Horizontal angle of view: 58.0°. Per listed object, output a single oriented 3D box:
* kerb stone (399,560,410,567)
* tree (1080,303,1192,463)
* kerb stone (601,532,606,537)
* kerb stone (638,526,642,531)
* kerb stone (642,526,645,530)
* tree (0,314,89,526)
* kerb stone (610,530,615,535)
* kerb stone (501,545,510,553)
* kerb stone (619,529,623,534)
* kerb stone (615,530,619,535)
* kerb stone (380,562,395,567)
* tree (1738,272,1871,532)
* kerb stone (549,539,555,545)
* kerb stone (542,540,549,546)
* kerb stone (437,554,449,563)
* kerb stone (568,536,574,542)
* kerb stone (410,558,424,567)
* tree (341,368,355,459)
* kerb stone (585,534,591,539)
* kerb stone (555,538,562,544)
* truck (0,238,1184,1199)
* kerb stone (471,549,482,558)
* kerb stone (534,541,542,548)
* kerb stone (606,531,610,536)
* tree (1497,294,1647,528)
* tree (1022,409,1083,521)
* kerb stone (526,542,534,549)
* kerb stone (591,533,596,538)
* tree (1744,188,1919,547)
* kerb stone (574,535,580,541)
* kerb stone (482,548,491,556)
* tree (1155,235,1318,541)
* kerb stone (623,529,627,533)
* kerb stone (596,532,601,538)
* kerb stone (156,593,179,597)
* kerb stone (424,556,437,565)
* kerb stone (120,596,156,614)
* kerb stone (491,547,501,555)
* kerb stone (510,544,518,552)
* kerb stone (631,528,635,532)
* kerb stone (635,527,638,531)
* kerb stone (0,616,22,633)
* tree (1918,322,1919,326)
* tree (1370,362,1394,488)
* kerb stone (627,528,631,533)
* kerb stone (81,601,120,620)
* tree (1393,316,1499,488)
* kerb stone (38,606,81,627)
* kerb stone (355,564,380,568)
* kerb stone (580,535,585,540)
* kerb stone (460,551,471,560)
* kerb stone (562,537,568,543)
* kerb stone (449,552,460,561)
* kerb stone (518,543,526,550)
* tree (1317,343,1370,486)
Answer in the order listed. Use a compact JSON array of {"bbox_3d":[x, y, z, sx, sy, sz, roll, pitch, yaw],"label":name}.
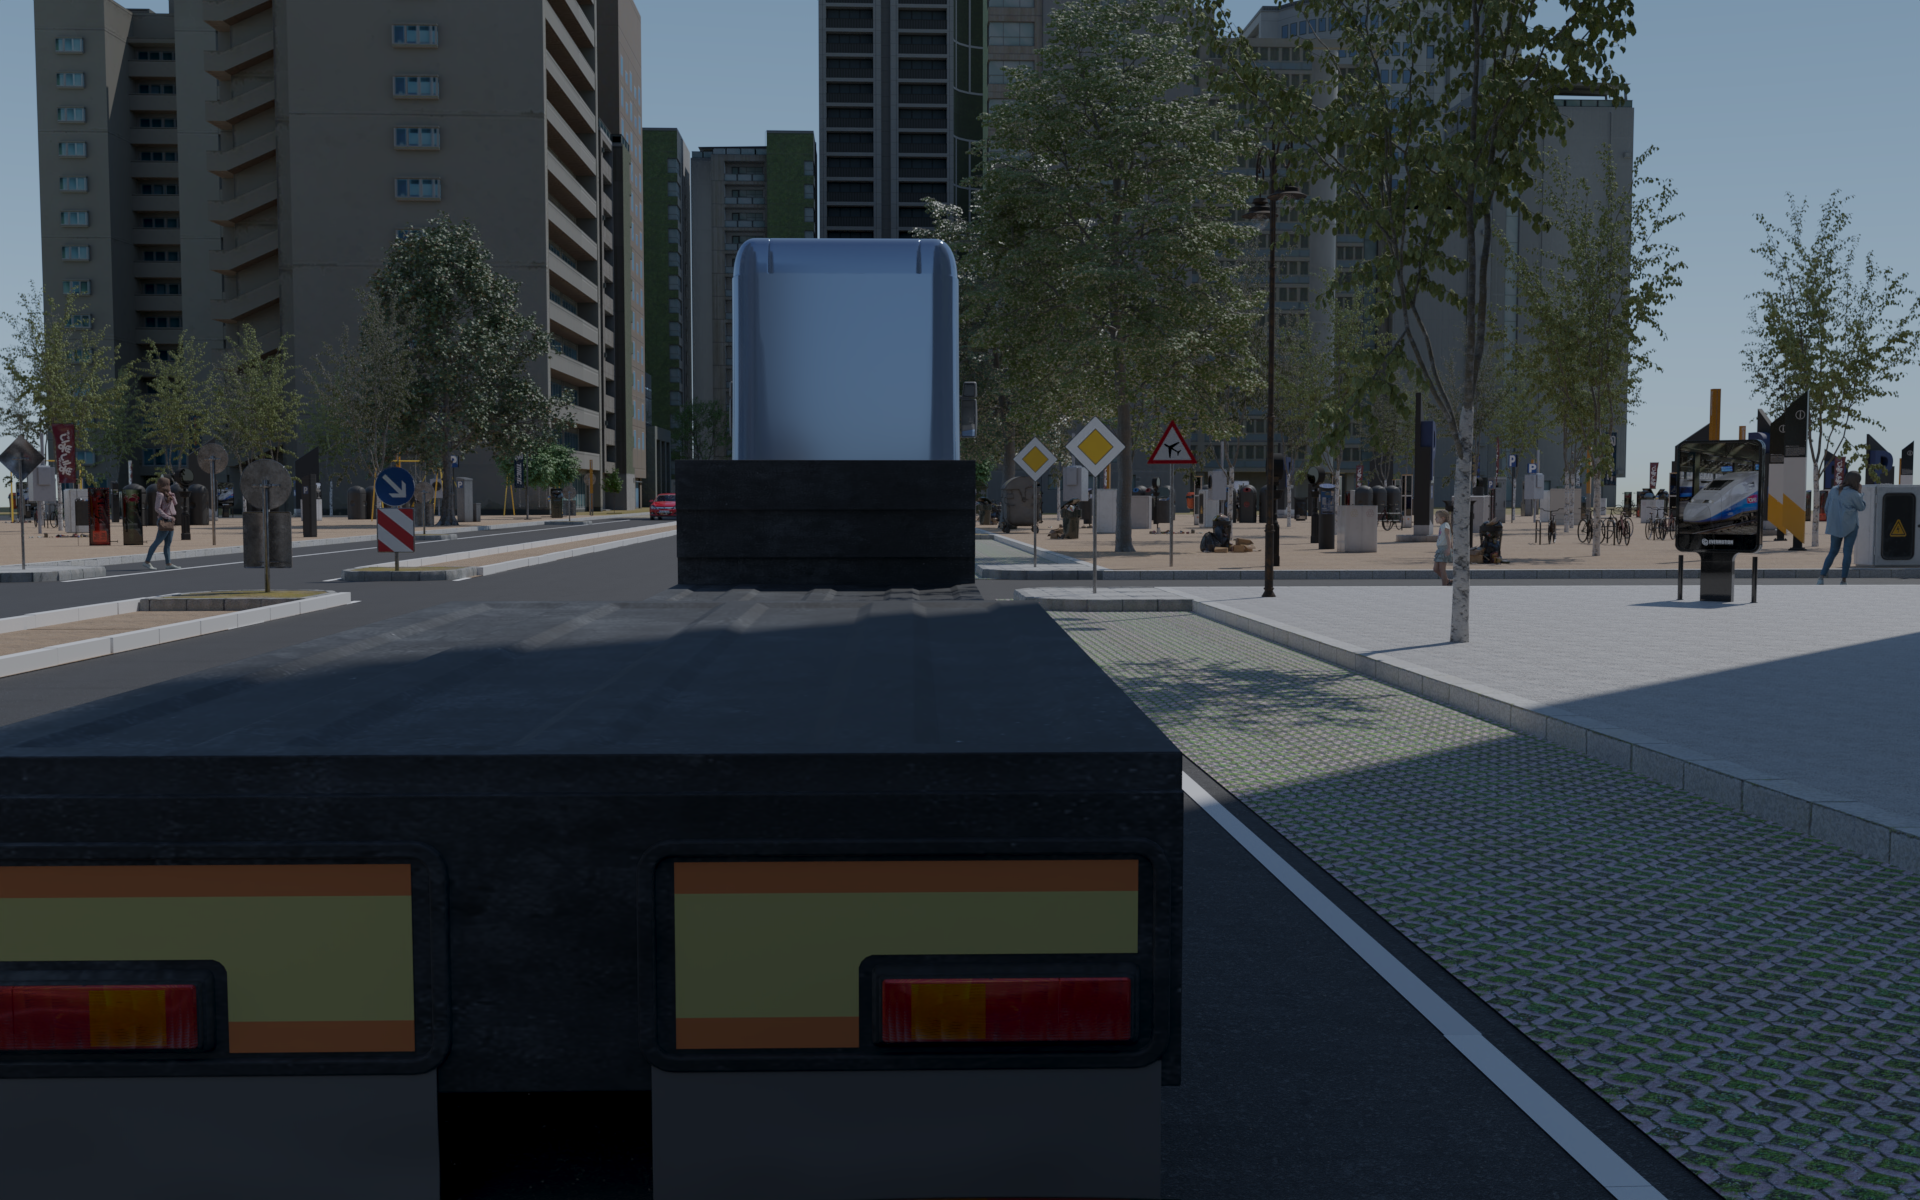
[{"bbox_3d":[-10.662,-0.649,32.806,0.120,0.150,1.000,0,4,-3],"label":"kerb stone"},{"bbox_3d":[9.134,-10.200,92.533,9.928,11.665,9.643,0,3,0],"label":"tree"},{"bbox_3d":[-11.964,-2.152,57.382,0.120,0.150,1.000,0,4,-3],"label":"kerb stone"},{"bbox_3d":[-12.454,-2.711,66.593,0.120,0.150,1.000,0,4,-3],"label":"kerb stone"},{"bbox_3d":[-12.513,-2.778,67.613,0.120,0.150,1.000,0,4,-3],"label":"kerb stone"},{"bbox_3d":[-37.544,-7.334,70.277,4.360,8.622,3.978,0,3,0],"label":"tree"},{"bbox_3d":[-12.074,-2.277,59.427,0.120,0.150,1.000,0,4,-3],"label":"kerb stone"},{"bbox_3d":[-11.150,-1.212,42.014,0.120,0.150,1.000,0,4,-3],"label":"kerb stone"},{"bbox_3d":[-12.186,-2.400,61.471,0.120,0.150,1.000,0,4,-3],"label":"kerb stone"},{"bbox_3d":[-12.130,-2.340,60.448,0.120,0.150,1.000,0,4,-3],"label":"kerb stone"},{"bbox_3d":[-10.603,-0.586,31.781,0.120,0.150,1.000,0,4,-3],"label":"kerb stone"},{"bbox_3d":[28.202,-6.608,58.400,4.360,8.622,3.978,0,3,0],"label":"tree"},{"bbox_3d":[-11.472,-1.588,48.167,0.120,0.150,1.000,0,4,-3],"label":"kerb stone"},{"bbox_3d":[-11.419,-1.526,47.138,0.120,0.150,1.000,0,4,-3],"label":"kerb stone"},{"bbox_3d":[-10.823,-0.830,35.876,0.120,0.150,1.000,0,4,-3],"label":"kerb stone"},{"bbox_3d":[-11.646,-1.773,51.245,0.120,0.150,1.000,0,4,-3],"label":"kerb stone"},{"bbox_3d":[-10.715,-0.711,33.827,0.120,0.150,1.000,0,4,-3],"label":"kerb stone"},{"bbox_3d":[-36.853,-9.232,101.312,4.737,8.622,4.395,0,3,0],"label":"tree"},{"bbox_3d":[-11.807,-1.965,54.319,0.120,0.150,1.000,0,4,-3],"label":"kerb stone"},{"bbox_3d":[-11.534,-1.651,49.191,0.120,0.150,1.000,0,4,-3],"label":"kerb stone"},{"bbox_3d":[-1.046,-1.392,12.513,2.967,4.110,18.799,0,4,-2],"label":"truck"},{"bbox_3d":[-10.978,-1.022,38.945,0.120,0.150,1.000,0,4,-3],"label":"kerb stone"},{"bbox_3d":[-11.360,-1.463,46.118,0.120,0.150,1.000,0,4,-3],"label":"kerb stone"},{"bbox_3d":[-12.024,-2.212,58.407,0.120,0.150,1.000,0,4,-3],"label":"kerb stone"},{"bbox_3d":[23.132,-6.990,64.647,4.360,8.622,3.978,0,3,0],"label":"tree"},{"bbox_3d":[4.510,-8.115,83.042,4.360,8.622,3.978,0,3,0],"label":"tree"},{"bbox_3d":[-11.313,-1.400,45.092,0.120,0.150,1.000,0,4,-3],"label":"kerb stone"},{"bbox_3d":[-11.861,-2.027,55.341,0.120,0.150,1.000,0,4,-3],"label":"kerb stone"},{"bbox_3d":[20.956,-5.596,41.851,4.737,8.622,4.395,0,3,0],"label":"tree"},{"bbox_3d":[-11.695,-1.839,52.266,0.120,0.150,1.000,0,4,-3],"label":"kerb stone"},{"bbox_3d":[-11.043,-1.086,39.966,0.120,0.150,1.000,0,4,-3],"label":"kerb stone"},{"bbox_3d":[7.458,-5.964,47.874,4.360,8.622,3.978,0,3,0],"label":"tree"},{"bbox_3d":[-12.240,-2.465,62.495,0.120,0.150,1.000,0,4,-3],"label":"kerb stone"},{"bbox_3d":[-11.920,-2.090,56.361,0.120,0.150,1.000,0,4,-3],"label":"kerb stone"},{"bbox_3d":[-10.081,0.016,22.006,0.120,0.150,1.000,0,4,-3],"label":"kerb stone"},{"bbox_3d":[-10.764,-0.774,34.855,0.120,0.150,1.000,0,4,-3],"label":"kerb stone"},{"bbox_3d":[-10.037,0.074,20.981,0.120,0.150,1.000,0,4,-3],"label":"kerb stone"},{"bbox_3d":[-11.099,-1.148,40.990,0.120,0.150,1.000,0,4,-3],"label":"kerb stone"},{"bbox_3d":[-11.201,-1.275,43.048,0.120,0.150,1.000,0,4,-3],"label":"kerb stone"},{"bbox_3d":[-12.342,-2.585,64.537,0.120,0.150,1.000,0,4,-3],"label":"kerb stone"},{"bbox_3d":[-12.400,-2.653,65.566,0.120,0.150,1.000,0,4,-3],"label":"kerb stone"},{"bbox_3d":[-9.864,0.269,17.916,0.120,0.150,1.000,0,4,-3],"label":"kerb stone"},{"bbox_3d":[21.154,-5.101,33.759,4.360,8.622,3.978,0,3,0],"label":"tree"},{"bbox_3d":[22.425,-8.611,91.148,4.360,8.622,3.978,0,3,0],"label":"tree"},{"bbox_3d":[-12.290,-2.527,63.516,0.120,0.150,1.000,0,4,-3],"label":"kerb stone"},{"bbox_3d":[-9.989,0.137,19.959,0.120,0.150,1.000,0,4,-3],"label":"kerb stone"},{"bbox_3d":[20.964,-7.389,71.168,4.360,8.622,3.978,0,3,0],"label":"tree"},{"bbox_3d":[-9.929,0.199,18.939,0.120,0.150,1.000,0,4,-3],"label":"kerb stone"},{"bbox_3d":[-10.554,-0.520,30.758,0.120,0.150,1.000,0,4,-3],"label":"kerb stone"},{"bbox_3d":[-11.749,-1.901,53.291,0.120,0.150,1.000,0,4,-3],"label":"kerb stone"},{"bbox_3d":[-10.934,-0.962,37.924,0.120,0.150,1.000,0,4,-3],"label":"kerb stone"},{"bbox_3d":[-11.590,-1.714,50.211,0.120,0.150,1.000,0,4,-3],"label":"kerb stone"},{"bbox_3d":[-10.877,-0.899,36.896,0.120,0.150,1.000,0,4,-3],"label":"kerb stone"},{"bbox_3d":[-11.268,-1.333,44.071,0.120,0.150,1.000,0,4,-3],"label":"kerb stone"},{"bbox_3d":[12.959,-7.156,67.357,4.360,8.622,3.978,0,3,0],"label":"tree"}]
